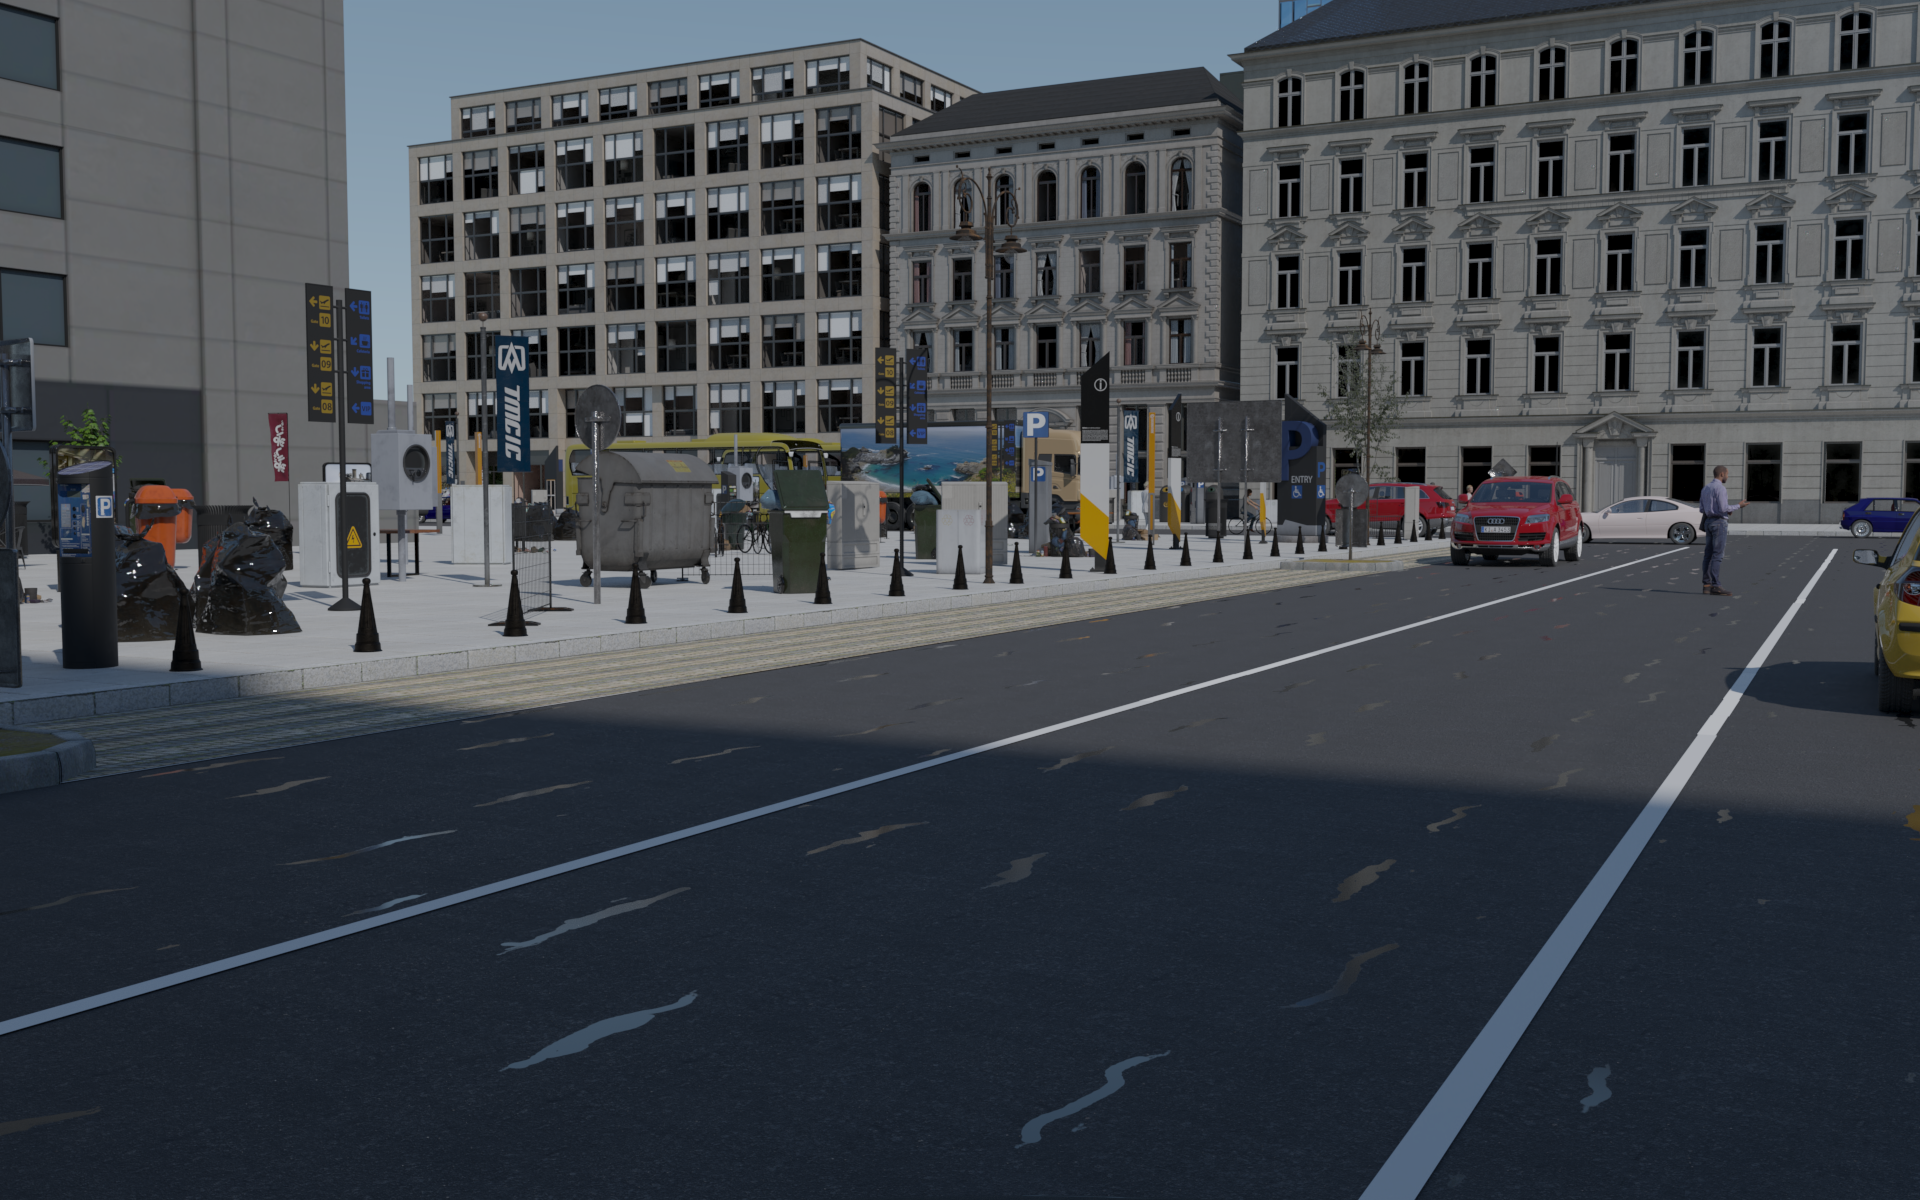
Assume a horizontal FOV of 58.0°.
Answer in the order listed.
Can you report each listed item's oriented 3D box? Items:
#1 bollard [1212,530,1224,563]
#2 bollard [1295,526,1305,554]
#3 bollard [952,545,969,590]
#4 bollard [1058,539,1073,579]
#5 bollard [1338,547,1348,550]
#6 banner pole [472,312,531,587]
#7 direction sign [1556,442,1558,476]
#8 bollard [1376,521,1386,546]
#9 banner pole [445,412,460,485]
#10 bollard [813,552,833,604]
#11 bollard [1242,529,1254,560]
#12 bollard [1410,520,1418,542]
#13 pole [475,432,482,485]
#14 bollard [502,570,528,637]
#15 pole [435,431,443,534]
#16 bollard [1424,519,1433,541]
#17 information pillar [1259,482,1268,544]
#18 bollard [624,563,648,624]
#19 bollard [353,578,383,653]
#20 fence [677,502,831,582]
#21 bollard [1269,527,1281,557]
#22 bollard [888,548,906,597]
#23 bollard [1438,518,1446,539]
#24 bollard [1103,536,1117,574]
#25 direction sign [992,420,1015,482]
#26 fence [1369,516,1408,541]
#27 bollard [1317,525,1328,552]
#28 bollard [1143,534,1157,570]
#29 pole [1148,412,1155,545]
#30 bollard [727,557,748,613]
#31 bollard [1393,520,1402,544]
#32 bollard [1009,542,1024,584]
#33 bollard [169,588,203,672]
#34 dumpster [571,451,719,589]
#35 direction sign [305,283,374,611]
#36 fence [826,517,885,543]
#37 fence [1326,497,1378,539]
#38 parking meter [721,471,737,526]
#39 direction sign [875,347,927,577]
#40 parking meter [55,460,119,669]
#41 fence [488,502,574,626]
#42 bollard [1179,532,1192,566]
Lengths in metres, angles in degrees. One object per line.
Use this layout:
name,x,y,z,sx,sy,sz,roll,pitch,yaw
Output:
bollard,4.831,-1.000,32.399,0.229,0.601,0.229,0,3,0
bollard,7.261,-1.282,37.007,0.229,0.601,0.229,0,3,0
bollard,0.004,-0.441,23.258,0.229,0.601,0.229,0,3,0
bollard,1.607,-0.628,26.303,0.229,0.601,0.229,0,3,0
bollard,8.866,-1.469,40.058,0.229,0.601,0.229,0,3,0
banner pole,-6.362,-2.082,24.057,0.863,3.779,0.401,-2,4,-27
direction sign,25.955,-5.100,75.384,0.379,3.537,0.876,1,4,19
bollard,10.480,-1.655,43.103,0.229,0.601,0.229,0,3,0
banner pole,-15.333,-3.819,52.460,0.401,3.779,0.863,1,4,17
bollard,-1.602,-0.255,20.215,0.229,0.601,0.229,0,3,0
bollard,5.644,-1.095,33.947,0.229,0.601,0.229,0,3,0
bollard,12.101,-1.843,46.174,0.229,0.601,0.229,0,3,0
pole,-15.882,-3.873,57.165,0.158,3.312,0.155,0,3,0
bollard,-4.017,0.025,15.630,0.229,0.601,0.229,0,3,0
pole,-16.768,-3.783,55.696,0.158,3.312,0.155,0,3,0
bollard,12.902,-1.936,47.696,0.229,0.601,0.229,0,3,0
information pillar,7.810,-3.255,44.570,0.183,3.616,0.504,1,4,18
bollard,-3.214,-0.068,17.159,0.229,0.601,0.229,0,3,0
bollard,-4.828,0.118,14.104,0.229,0.601,0.229,0,3,0
fence,-3.072,-0.891,25.767,2.264,1.192,0.480,-1,4,-8
bollard,6.458,-1.189,35.486,0.229,0.601,0.229,0,3,0
bollard,-0.796,-0.348,21.735,0.229,0.601,0.229,0,3,0
bollard,13.704,-2.029,49.219,0.229,0.601,0.229,0,3,0
bollard,2.414,-0.721,27.823,0.229,0.601,0.229,0,3,0
direction sign,1.255,-3.737,53.100,0.876,3.537,0.379,1,4,13
fence,11.344,-1.966,47.513,2.069,0.683,0.278,-1,4,-21
bollard,8.069,-1.376,38.533,0.229,0.601,0.229,0,3,0
bollard,3.222,-0.814,29.349,0.229,0.601,0.229,0,3,0
pole,4.794,-3.027,43.338,0.158,3.312,0.155,0,3,0
bollard,-2.403,-0.162,18.692,0.229,0.601,0.229,0,3,0
bollard,11.292,-1.749,44.636,0.229,0.601,0.229,0,3,0
bollard,0.809,-0.534,24.779,0.229,0.601,0.229,0,3,0
bollard,-5.630,0.212,12.582,0.229,0.601,0.229,0,3,0
dumpster,-4.393,-1.128,24.204,1.264,1.857,1.865,2,4,28
direction sign,-6.784,-1.653,19.022,0.379,3.537,0.876,2,4,29
fence,-2.898,-1.885,46.192,2.069,0.683,0.278,2,4,35
fence,10.894,-2.348,49.598,2.264,1.192,0.480,0,4,0
parking meter,-5.871,-2.343,44.017,0.255,1.863,0.399,-3,5,-42
direction sign,-0.910,-2.141,27.000,0.876,3.537,0.379,-2,4,-26
parking meter,-6.456,-0.270,12.818,0.372,1.533,0.369,0,3,0
fence,-4.415,-0.410,17.901,0.480,1.192,2.264,0,4,-4
bollard,4.025,-0.907,30.873,0.229,0.601,0.229,0,3,0
